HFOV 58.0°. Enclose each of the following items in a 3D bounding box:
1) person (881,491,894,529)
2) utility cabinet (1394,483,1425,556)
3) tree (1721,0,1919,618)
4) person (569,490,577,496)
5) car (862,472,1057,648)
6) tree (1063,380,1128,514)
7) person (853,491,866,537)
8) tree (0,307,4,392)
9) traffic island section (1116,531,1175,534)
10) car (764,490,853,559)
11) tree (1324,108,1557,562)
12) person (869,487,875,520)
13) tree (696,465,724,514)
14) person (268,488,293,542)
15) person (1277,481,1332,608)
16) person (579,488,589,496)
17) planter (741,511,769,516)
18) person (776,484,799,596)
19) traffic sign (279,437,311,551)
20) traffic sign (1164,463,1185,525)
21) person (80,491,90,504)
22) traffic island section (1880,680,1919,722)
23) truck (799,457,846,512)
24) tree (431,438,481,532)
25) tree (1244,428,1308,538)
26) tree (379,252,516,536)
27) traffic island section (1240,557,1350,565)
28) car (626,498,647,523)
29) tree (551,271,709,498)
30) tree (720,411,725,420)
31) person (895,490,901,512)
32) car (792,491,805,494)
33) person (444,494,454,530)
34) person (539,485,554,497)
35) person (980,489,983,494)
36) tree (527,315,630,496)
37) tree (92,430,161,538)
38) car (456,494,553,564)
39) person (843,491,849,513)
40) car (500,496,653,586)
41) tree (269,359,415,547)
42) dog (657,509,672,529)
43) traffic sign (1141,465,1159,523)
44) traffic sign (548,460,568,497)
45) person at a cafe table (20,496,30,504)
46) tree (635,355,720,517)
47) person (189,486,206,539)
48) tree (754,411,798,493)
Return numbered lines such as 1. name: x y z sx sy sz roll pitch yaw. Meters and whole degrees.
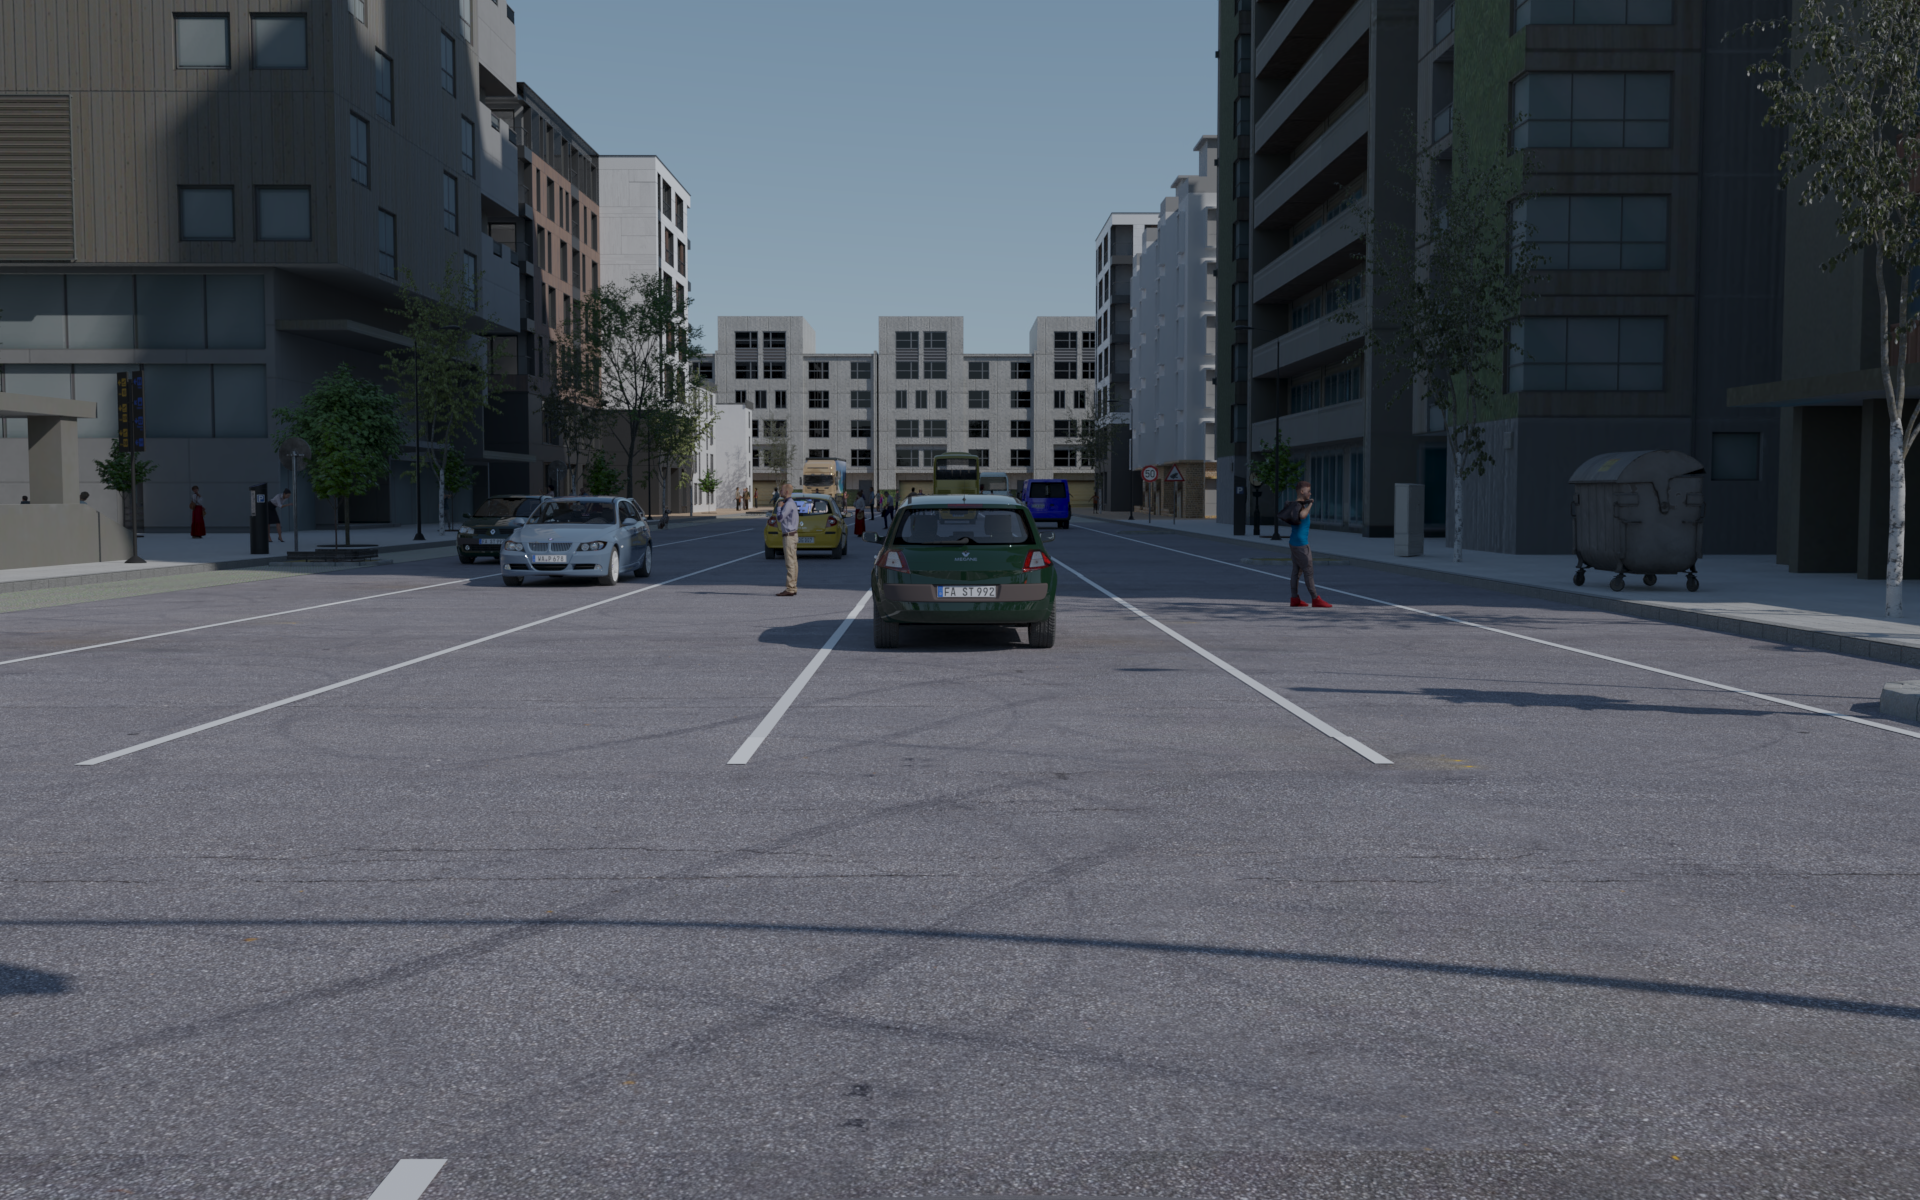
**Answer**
1. person: -2.909 -3.651 70.409 0.590 1.554 0.614 0 4 8
2. utility cabinet: 9.265 -1.650 35.657 0.318 1.500 1.173 2 4 30
3. tree: 9.791 -4.107 17.519 4.360 8.622 3.978 0 3 0
4. person: -17.983 -4.393 80.340 0.523 1.526 0.387 0 4 3
5. car: 0.000 -0.472 17.498 2.009 1.686 4.222 0 4 -2
6. tree: 8.662 -9.728 109.412 4.360 8.622 3.978 0 3 0
7. person: -3.325 -2.855 57.643 0.387 1.526 0.523 -3 4 -37
8. tree: -28.444 -6.758 44.901 7.601 10.594 8.767 1 4 10
9. traffic island section: 6.673 -2.440 62.758 1.991 0.108 1.994 0 4 0
10. car: -3.468 -1.787 39.444 2.015 1.641 3.980 0 4 -1
11. tree: 9.168 -5.012 32.313 4.360 8.622 3.978 0 3 0
12. person: -4.855 -5.295 95.052 0.705 1.826 1.348 0 4 -4
13. tree: -16.677 -7.343 114.652 1.663 3.219 1.824 0 3 0
14. person: -18.116 -2.253 46.066 0.799 1.438 0.628 -1 4 -16
15. person: 4.352 -0.704 21.876 0.662 1.594 0.647 0 4 -6
16. person: -16.625 -4.173 76.486 0.499 1.552 0.429 3 5 43
17. planter: -13.143 -5.587 112.486 1.991 0.319 1.994 0 4 0
18. person: -2.441 -0.846 24.403 0.319 1.574 0.516 1 4 9
19. traffic sign: -14.880 -2.364 38.757 0.768 2.556 0.104 0 4 7
20. traffic sign: 9.030 -4.461 72.946 0.884 2.594 0.081 0 3 0
21. person: -21.490 -1.983 42.381 0.435 1.345 0.340 0 4 6
22. traffic island section: 7.037 0.720 10.503 2.009 0.180 2.903 0 4 0
23. truck: -10.547 -8.917 134.713 2.839 4.237 11.283 0 4 1
24. tree: -17.358 -3.979 59.654 1.663 3.219 1.824 0 3 0
25. tree: 9.394 -3.424 50.583 1.663 3.219 1.824 0 3 0
26. tree: -15.972 -6.308 53.505 4.737 8.622 4.395 0 3 0
27. traffic island section: 6.855 -0.792 35.815 1.991 0.108 1.994 0 4 0
28. car: -10.112 -2.281 49.866 1.945 1.354 3.894 0 4 -1
29. tree: -15.230 -9.446 80.203 9.928 11.665 9.643 0 3 0
30. tree: -15.779 -9.144 99.875 4.737 8.622 4.395 0 3 0
31. person: -4.802 -7.783 136.285 0.750 1.759 0.617 2 4 26
32. car: -10.694 -6.367 113.695 1.945 1.707 3.694 0 4 -1
33. person: -18.232 -3.149 61.437 0.340 1.345 0.435 3 5 44
34. person: -16.113 -3.673 67.555 0.566 1.644 0.517 3 4 37
35. person: 1.738 -7.855 137.016 0.705 1.812 1.348 2 4 25
36. tree: -15.817 -7.389 71.168 4.360 8.622 3.978 0 3 0
37. tree: -24.832 -3.460 51.169 1.663 3.219 1.824 0 3 0
38. car: -9.425 -1.655 36.843 2.009 1.686 4.222 0 4 -1
39. person: -8.557 -7.347 130.094 0.593 1.643 0.415 2 4 30
40. car: -6.231 -1.013 28.557 2.014 1.417 4.499 0 4 1
41. tree: -14.925 -3.585 42.325 4.285 4.588 4.351 0 3 0
42. dog: -12.048 -3.274 70.359 0.513 0.831 0.800 -1 4 -23
43. traffic sign: 8.323 -4.636 75.898 0.768 2.556 0.104 1 4 9
44. traffic sign: -15.153 -3.983 65.225 0.768 2.556 0.104 0 4 8
45. person at a cafe table: -28.708 -2.570 52.888 1.698 1.238 1.726 -3 5 -44
46. tree: -15.585 -8.606 91.069 4.737 8.622 4.395 0 3 0
47. person: -21.974 -2.533 49.918 0.387 1.526 0.523 0 4 -4
48. tree: -15.989 -12.330 151.955 4.360 8.622 3.978 0 3 0
